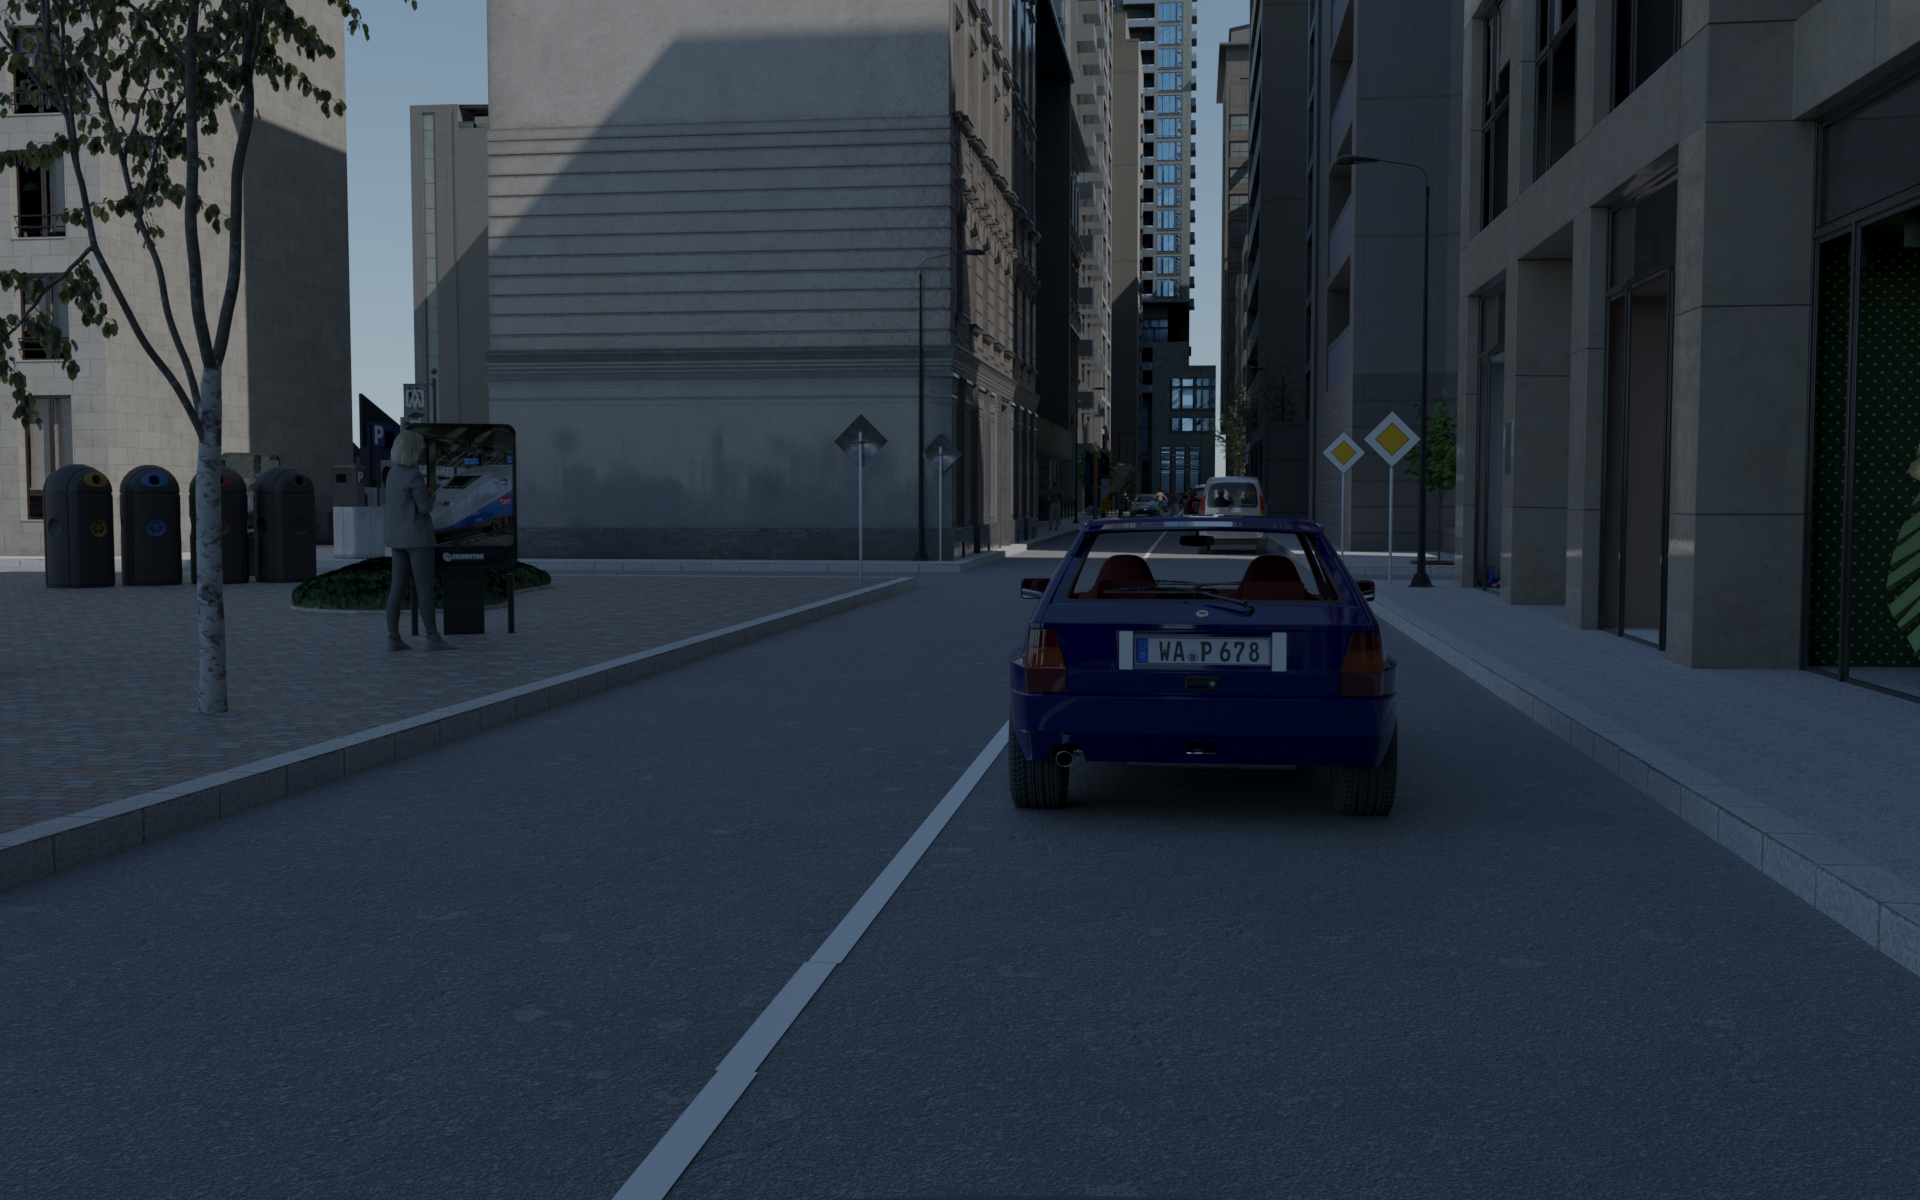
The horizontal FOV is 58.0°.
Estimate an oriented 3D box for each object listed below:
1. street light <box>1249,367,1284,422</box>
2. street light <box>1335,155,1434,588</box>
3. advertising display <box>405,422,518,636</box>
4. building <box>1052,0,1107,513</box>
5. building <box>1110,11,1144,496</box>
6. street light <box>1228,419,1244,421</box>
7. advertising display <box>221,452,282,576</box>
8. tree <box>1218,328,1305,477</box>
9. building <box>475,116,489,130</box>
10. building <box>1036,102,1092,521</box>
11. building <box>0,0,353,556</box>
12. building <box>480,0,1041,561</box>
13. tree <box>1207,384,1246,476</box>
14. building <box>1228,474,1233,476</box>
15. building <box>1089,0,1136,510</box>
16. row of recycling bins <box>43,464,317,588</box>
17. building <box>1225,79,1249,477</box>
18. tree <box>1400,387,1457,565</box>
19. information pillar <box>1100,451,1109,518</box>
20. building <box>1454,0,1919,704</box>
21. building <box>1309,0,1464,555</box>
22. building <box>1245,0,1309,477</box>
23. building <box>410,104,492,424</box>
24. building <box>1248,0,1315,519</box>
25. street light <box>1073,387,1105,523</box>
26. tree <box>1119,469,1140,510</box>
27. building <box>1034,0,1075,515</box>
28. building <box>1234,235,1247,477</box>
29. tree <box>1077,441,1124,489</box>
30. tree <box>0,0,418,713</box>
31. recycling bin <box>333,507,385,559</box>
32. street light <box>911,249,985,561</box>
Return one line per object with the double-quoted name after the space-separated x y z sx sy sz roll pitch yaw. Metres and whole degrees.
11.273 -5.560 63.450 1.470 5.913 1.316 0 4 8 "street light"
5.838 -3.138 23.842 1.470 5.913 1.316 0 4 8 "street light"
-4.545 -0.648 15.815 0.974 1.923 0.123 -1 4 -19 "advertising display"
-1.026 -30.907 124.933 23.786 49.044 30.456 0 4 8 "building"
7.371 -33.626 173.479 21.600 48.544 21.300 0 4 8 "building"
17.074 -8.169 106.104 1.470 5.913 1.316 0 4 8 "street light"
-11.078 -1.341 27.142 0.123 1.923 0.974 3 4 36 "advertising display"
13.712 -7.757 77.191 4.360 8.622 3.978 0 3 0 "tree"
-30.662 -29.431 173.070 23.993 40.220 32.217 0 4 8 "building"
0.806 -16.049 91.275 11.050 23.489 19.941 0 4 8 "building"
-25.014 -11.402 41.169 16.860 20.320 10.420 0 4 8 "building"
-3.557 -11.798 42.053 9.793 20.994 18.267 0 4 8 "building"
18.367 -9.857 111.516 4.737 8.622 4.395 0 3 0 "tree"
40.277 -28.241 153.627 32.217 40.220 23.993 0 4 8 "building"
4.910 -43.504 149.549 20.563 71.187 20.611 0 4 8 "building"
-11.050 -1.072 24.642 3.534 1.692 1.069 -2 4 -33 "row of recycling bins"
33.831 -29.973 173.647 14.154 41.232 14.086 0 4 8 "building"
8.773 -2.257 31.503 1.663 3.219 1.824 0 3 0 "tree"
7.895 -6.305 94.441 0.504 3.616 0.183 -1 4 -19 "information pillar"
14.190 -12.292 5.495 19.350 26.468 34.151 0 4 8 "building"
23.217 -30.431 39.549 28.212 58.520 21.231 0 4 8 "building"
25.959 -28.462 89.060 21.300 48.544 21.600 0 4 8 "building"
-48.697 -30.638 184.531 14.086 41.232 14.154 0 4 8 "building"
20.992 -38.011 59.724 20.563 71.187 20.611 0 4 8 "building"
5.610 -6.294 75.442 1.470 5.913 1.316 0 4 8 "street light"
13.294 -8.650 136.022 1.663 3.219 1.824 0 3 0 "tree"
-3.768 -15.122 66.307 14.314 24.678 30.058 0 4 8 "building"
34.675 -17.326 128.318 27.650 21.520 28.899 0 4 8 "building"
8.348 -7.524 106.727 4.285 4.588 4.351 0 3 0 "tree"
-4.614 -3.652 10.069 4.360 8.622 3.978 0 3 0 "tree"
-11.970 -1.343 34.516 0.722 1.027 0.722 2 4 35 "recycling bin"
-0.215 -3.699 33.012 1.470 5.913 1.316 0 4 8 "street light"
